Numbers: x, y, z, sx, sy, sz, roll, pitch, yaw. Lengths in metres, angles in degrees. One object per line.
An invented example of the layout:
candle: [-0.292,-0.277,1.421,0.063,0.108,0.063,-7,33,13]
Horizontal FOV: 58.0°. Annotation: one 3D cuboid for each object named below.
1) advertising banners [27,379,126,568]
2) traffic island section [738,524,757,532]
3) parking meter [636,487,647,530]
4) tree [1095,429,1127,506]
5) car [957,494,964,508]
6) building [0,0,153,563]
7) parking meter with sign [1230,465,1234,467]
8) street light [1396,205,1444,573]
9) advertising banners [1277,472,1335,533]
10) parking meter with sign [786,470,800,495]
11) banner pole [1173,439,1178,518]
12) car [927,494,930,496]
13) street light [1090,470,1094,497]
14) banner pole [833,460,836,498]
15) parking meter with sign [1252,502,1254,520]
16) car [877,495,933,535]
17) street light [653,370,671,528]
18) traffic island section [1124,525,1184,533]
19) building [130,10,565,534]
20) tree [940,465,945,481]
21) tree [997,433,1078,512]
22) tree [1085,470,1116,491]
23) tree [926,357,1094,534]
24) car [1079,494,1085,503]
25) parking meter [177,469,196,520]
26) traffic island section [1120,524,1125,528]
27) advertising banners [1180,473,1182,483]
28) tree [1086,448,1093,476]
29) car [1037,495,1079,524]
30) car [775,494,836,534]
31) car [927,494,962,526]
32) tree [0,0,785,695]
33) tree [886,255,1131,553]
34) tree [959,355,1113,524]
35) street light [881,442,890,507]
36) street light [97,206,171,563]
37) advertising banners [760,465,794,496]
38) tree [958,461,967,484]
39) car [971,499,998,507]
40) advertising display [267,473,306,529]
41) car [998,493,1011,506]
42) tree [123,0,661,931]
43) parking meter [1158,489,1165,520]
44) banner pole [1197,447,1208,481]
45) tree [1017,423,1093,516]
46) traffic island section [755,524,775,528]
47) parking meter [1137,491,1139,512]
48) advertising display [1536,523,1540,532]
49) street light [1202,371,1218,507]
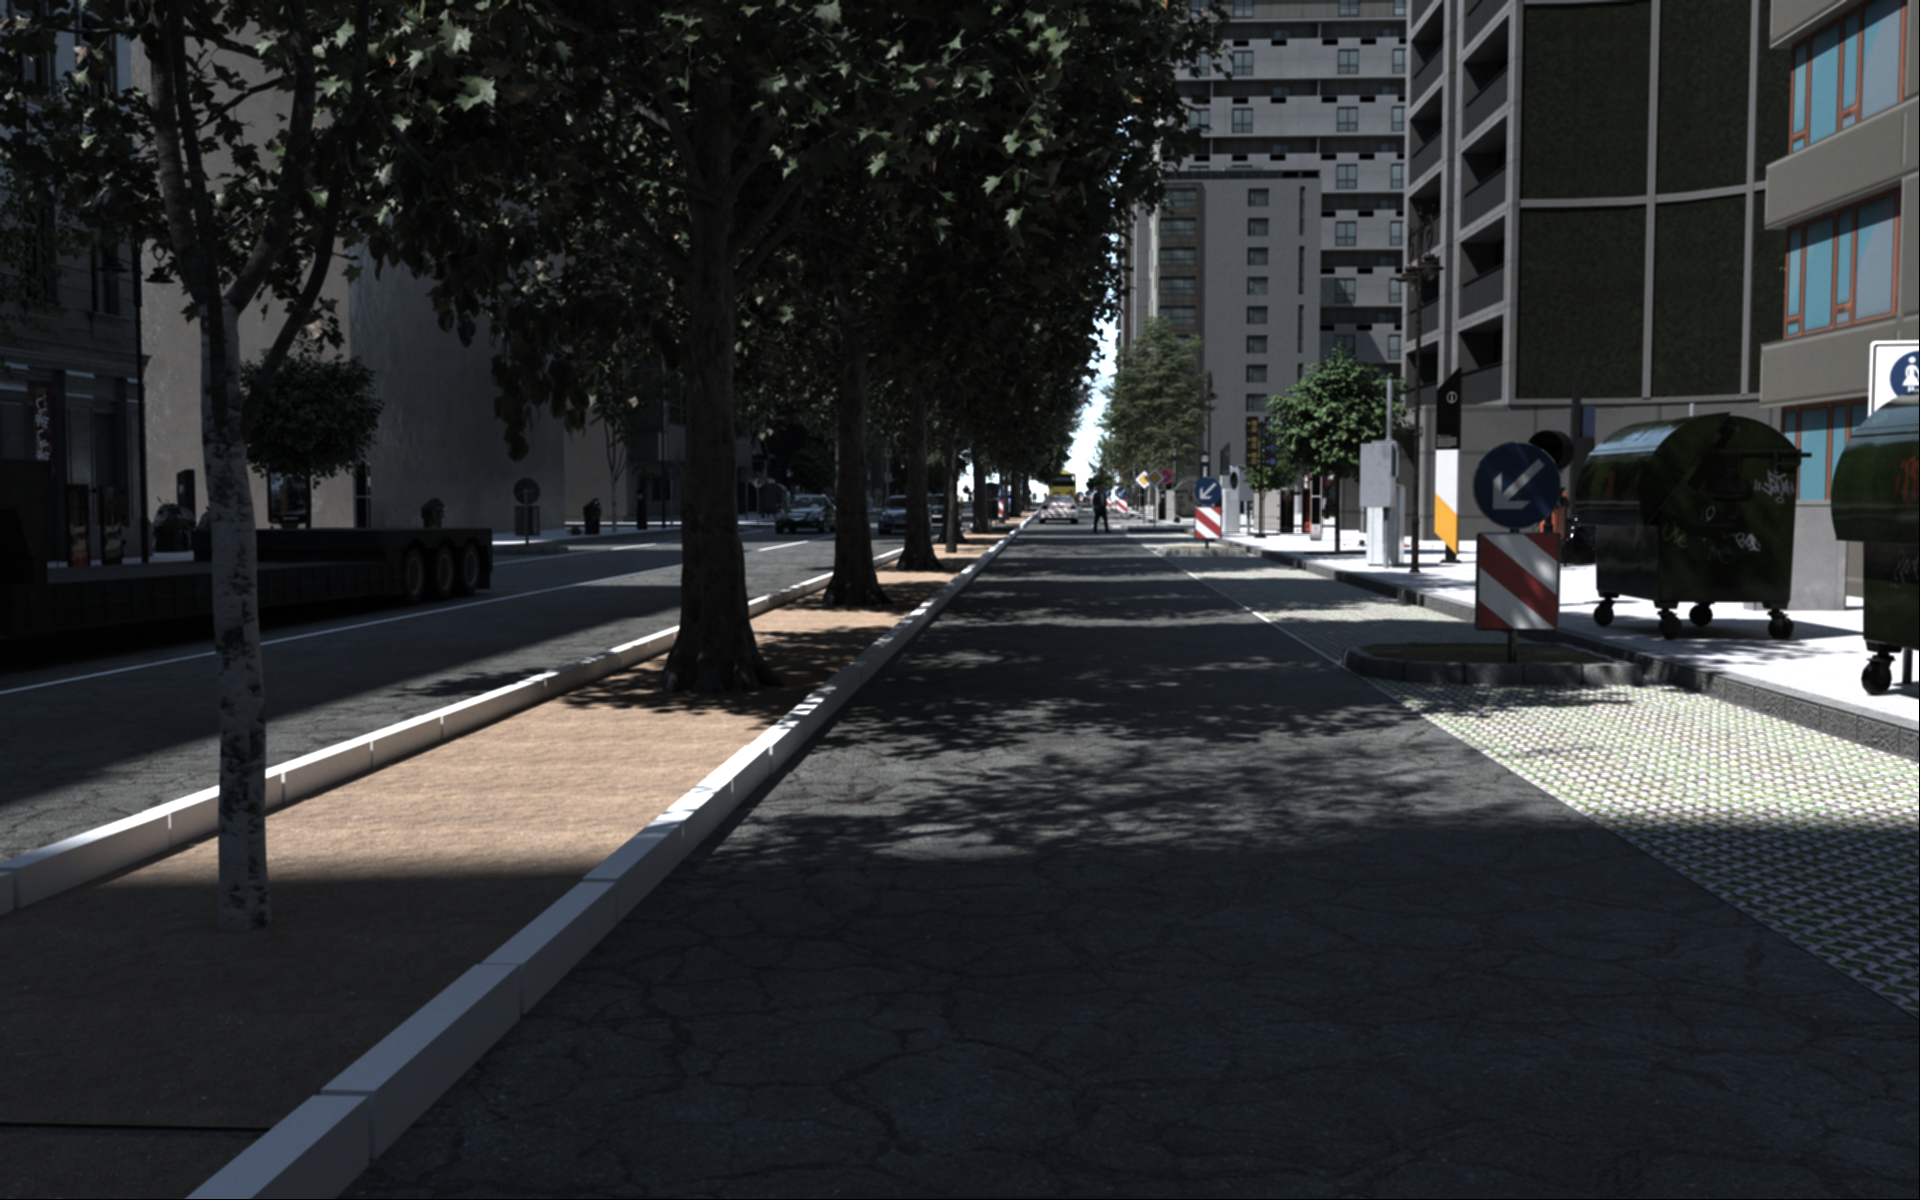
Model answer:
advertising banners: [-13.999,-1.914,27.489,0.090,3.025,2.074,1,4,12]
traffic island section: [-9.145,-2.697,66.370,2.009,0.180,2.903,0,4,3]
parking meter: [-11.469,-3.304,62.439,0.372,1.533,0.369,0,3,0]
tree: [16.134,-14.086,180.665,4.360,8.622,3.978,0,3,0]
car: [-0.530,-9.857,171.393,2.015,1.641,3.980,0,4,3]
building: [-21.858,-10.849,26.529,9.793,20.994,18.267,0,4,3]
parking meter with sign: [16.287,-6.687,105.601,0.543,3.016,1.738,0,4,0]
street light: [7.403,-3.378,28.018,0.468,5.910,1.993,0,4,3]
advertising banners: [11.374,-3.688,56.487,2.074,3.025,0.090,0,4,-8]
parking meter with sign: [-11.646,-7.722,122.522,0.543,3.016,1.738,-2,4,-35]
banner pole: [9.774,-5.422,78.670,0.401,3.779,0.863,0,4,-6]
car: [-3.367,-9.600,165.748,1.959,1.807,4.718,0,4,4]
street light: [23.162,-20.460,307.301,0.468,5.910,1.993,0,4,3]
banner pole: [-8.529,-7.797,117.500,0.401,3.779,0.863,1,4,15]
parking meter with sign: [15.096,-5.589,87.649,0.543,3.016,1.738,1,4,17]
car: [-1.963,-3.104,62.746,2.014,1.417,4.499,0,4,2]
street light: [-11.111,-5.627,64.788,0.468,5.910,1.993,0,4,3]
traffic island section: [7.370,-2.639,65.436,2.009,0.180,2.903,0,4,3]
building: [-32.064,-15.285,54.418,34.151,26.468,19.350,0,4,3]
tree: [-2.059,-18.087,246.081,4.360,8.622,3.978,0,3,0]
tree: [5.343,-13.140,135.431,7.486,12.596,7.792,0,3,0]
tree: [20.885,-17.061,262.656,4.285,4.588,4.351,0,3,0]
tree: [0.766,-9.327,61.601,9.857,13.997,8.962,0,3,0]
car: [19.052,-16.164,274.503,2.015,1.641,3.980,0,4,2]
parking meter: [-18.409,-2.171,41.215,0.399,1.863,0.255,2,4,32]
traffic island section: [7.820,-3.127,73.409,2.009,0.180,2.903,0,4,3]
advertising banners: [15.963,-7.802,123.749,0.090,3.025,2.074,2,4,24]
tree: [14.589,-12.735,158.575,4.737,8.622,4.395,0,3,0]
car: [4.792,-4.411,84.487,2.083,1.381,4.827,0,4,2]
car: [-5.684,-3.218,64.404,2.131,1.459,4.920,0,4,4]
car: [-0.875,-4.056,76.097,2.009,1.686,4.222,0,4,5]
tree: [-1.820,-5.678,12.304,9.611,12.733,9.660,0,3,0]
tree: [-0.257,-6.382,41.223,8.767,10.594,7.601,0,4,3]
tree: [2.500,-11.073,93.870,12.009,13.543,11.850,0,3,0]
street light: [-6.520,-10.745,148.468,0.468,5.910,1.993,0,4,3]
street light: [-13.334,-3.388,28.175,0.468,5.910,1.993,0,4,3]
advertising banners: [-11.046,-6.637,104.699,2.074,3.025,0.090,0,4,5]
tree: [-0.856,-19.062,262.024,4.737,8.622,4.395,0,3,0]
car: [1.906,-7.444,131.498,2.009,1.686,4.222,0,4,4]
advertising display: [-15.759,-2.169,40.673,0.123,1.923,0.974,3,5,43]
car: [4.738,-10.459,180.593,1.945,1.707,3.694,0,4,5]
tree: [-2.360,-3.205,5.222,4.360,8.622,3.978,0,3,0]
parking meter: [10.207,-4.830,87.384,0.372,1.533,0.369,0,3,0]
banner pole: [12.983,-6.292,92.895,0.863,3.779,0.401,2,4,24]
tree: [3.688,-11.402,114.634,9.928,11.665,9.643,0,3,0]
traffic island section: [-8.695,-3.184,74.342,2.009,0.180,2.903,0,4,3]
parking meter: [13.120,-7.252,126.979,0.372,1.533,0.369,0,3,0]
advertising display: [12.408,-1.921,36.630,0.123,1.923,0.974,0,4,1]
street light: [9.332,-5.631,64.847,0.468,5.910,1.993,0,4,3]
